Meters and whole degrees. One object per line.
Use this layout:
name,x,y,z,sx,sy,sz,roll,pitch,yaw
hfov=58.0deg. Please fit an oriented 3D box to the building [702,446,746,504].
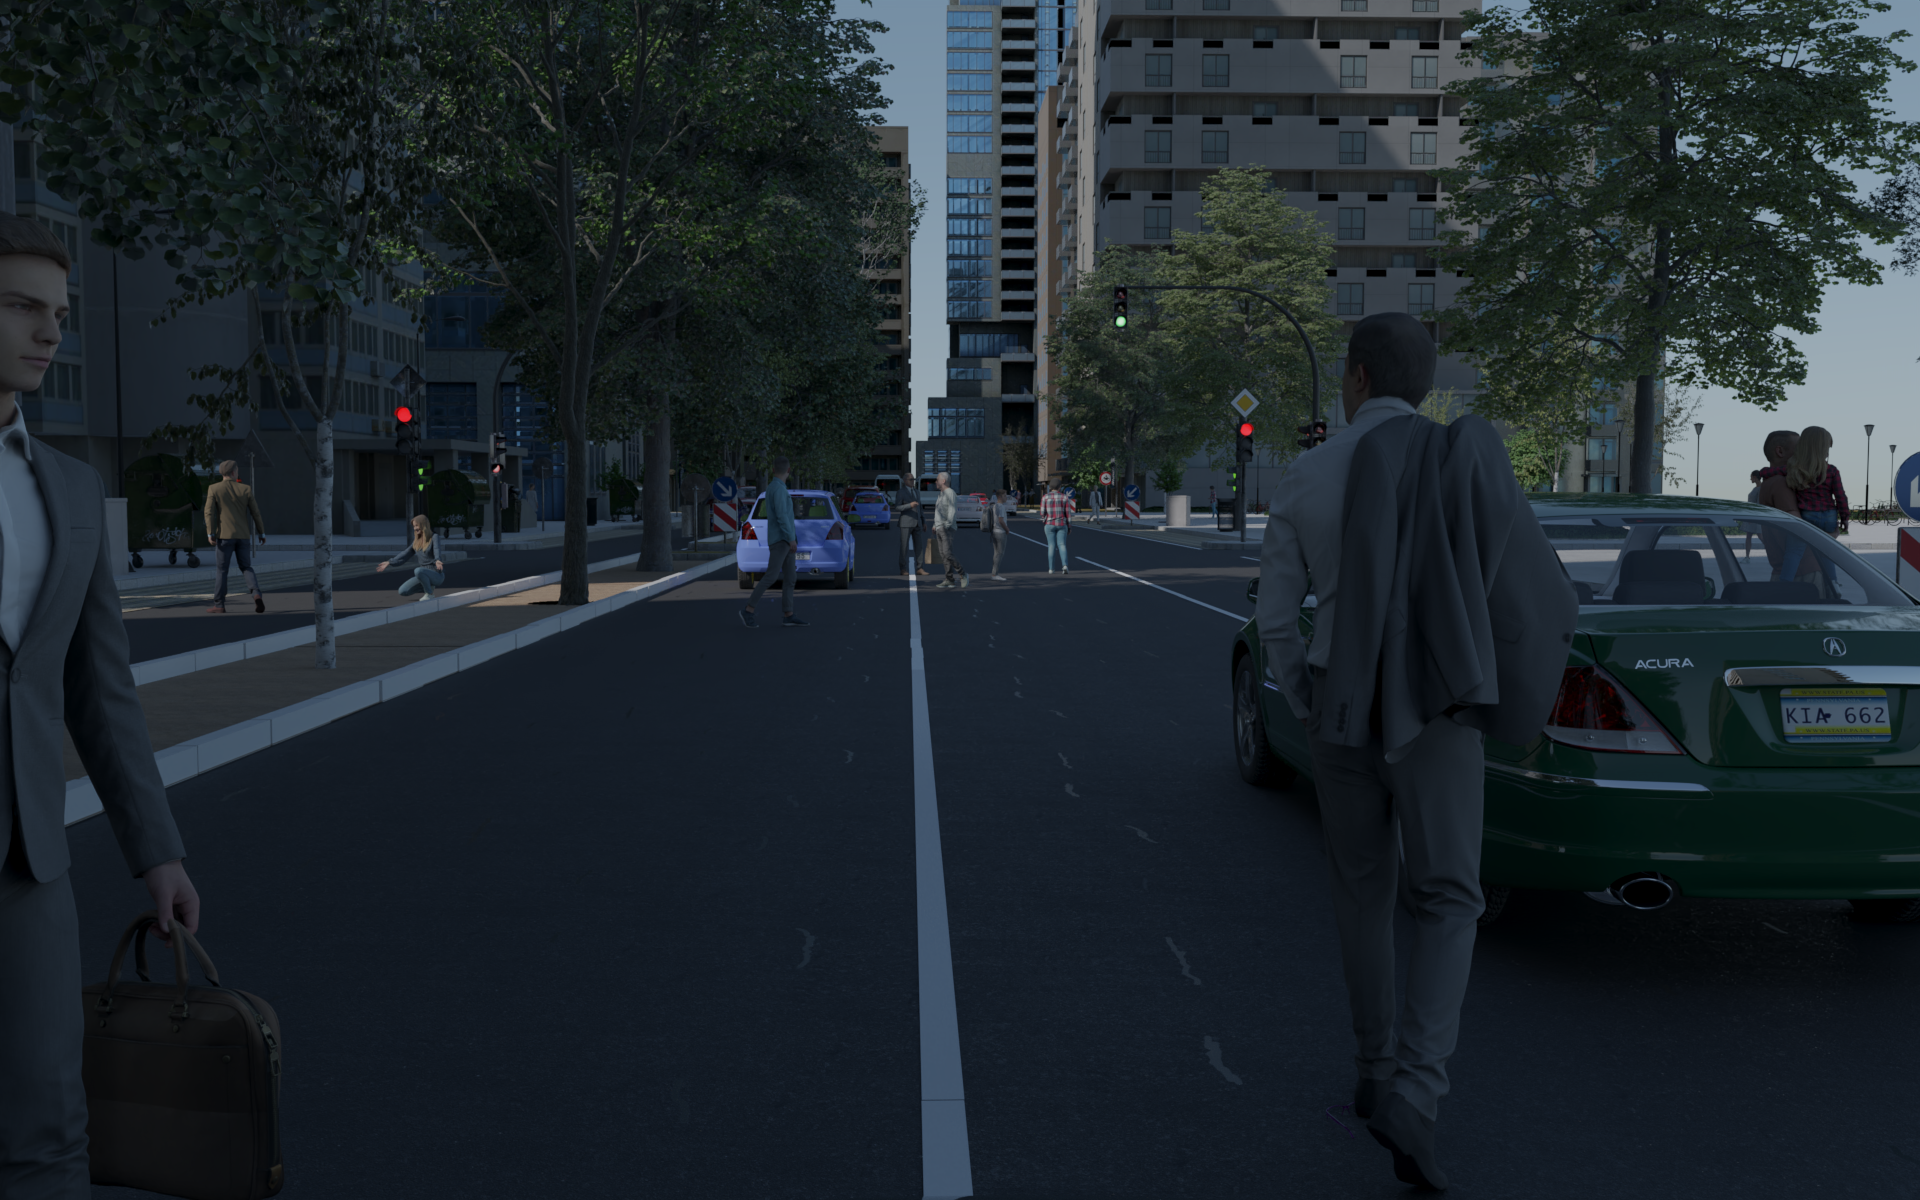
building,-27.187,-23.536,156.520,14.160,30.474,14.107,0,4,-2

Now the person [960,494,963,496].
person,-0.018,-10.411,181.911,0.799,1.438,0.628,0,4,2

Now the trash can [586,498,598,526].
trash can,-14.964,-3.563,69.908,0.748,1.137,0.748,0,3,0

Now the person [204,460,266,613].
person,-8.711,-0.761,20.857,0.836,1.842,0.656,1,4,23

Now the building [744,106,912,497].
building,-16.951,-36.332,217.731,21.600,48.544,21.300,0,4,-2

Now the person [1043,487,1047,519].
person,4.596,-5.019,90.838,0.573,1.790,0.520,-1,4,-21

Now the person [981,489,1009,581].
person,0.626,-1.076,28.695,0.503,1.515,0.523,3,4,37

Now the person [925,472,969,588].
person,-0.207,-1.081,26.661,0.515,1.767,0.782,-1,4,-22

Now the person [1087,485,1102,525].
person,6.251,-4.401,80.335,0.514,1.842,0.818,-3,5,-39

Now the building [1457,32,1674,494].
building,57.862,-34.450,182.870,30.456,49.044,23.786,0,4,-2

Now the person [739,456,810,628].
person,-2.009,-0.634,18.734,0.748,1.841,0.638,0,4,0

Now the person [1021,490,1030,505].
person,7.464,-11.595,195.601,0.705,1.826,1.348,3,5,45

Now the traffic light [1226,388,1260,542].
traffic light,7.524,-3.491,45.997,0.839,4.253,0.868,0,4,-2

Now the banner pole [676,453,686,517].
banner pole,-15.528,-6.485,96.046,0.863,3.779,0.401,2,4,28

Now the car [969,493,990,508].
car,1.407,-7.963,139.231,2.155,1.783,4.494,0,4,-1

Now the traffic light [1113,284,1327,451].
traffic light,5.677,-3.862,37.811,4.771,5.953,1.251,0,4,-2

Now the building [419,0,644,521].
building,-29.126,-47.767,93.661,22.319,86.520,31.000,0,4,-2

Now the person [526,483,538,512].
person,-17.938,-4.029,72.663,0.466,1.731,0.760,-2,4,-30

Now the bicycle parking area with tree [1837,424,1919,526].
bicycle parking area with tree,39.539,-5.245,72.760,8.231,4.147,9.016,-2,4,-23

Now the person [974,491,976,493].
person,1.608,-11.370,194.265,0.599,1.838,0.709,-2,4,-24

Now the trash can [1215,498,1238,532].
trash can,9.038,-2.880,58.739,0.748,1.137,0.748,0,3,0

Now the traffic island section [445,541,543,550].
traffic island section,-12.168,-1.422,45.524,2.009,0.180,2.903,0,4,-2

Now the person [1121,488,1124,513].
person,11.310,-6.935,118.790,0.474,1.900,0.648,0,4,2

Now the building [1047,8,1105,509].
building,20.890,-33.315,164.303,23.786,49.044,30.456,0,4,-2

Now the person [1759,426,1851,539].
person,4.927,-0.107,10.217,0.573,1.828,0.580,-2,4,-31

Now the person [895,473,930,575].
person,-0.820,-1.334,30.488,0.661,1.801,0.590,-3,5,-43

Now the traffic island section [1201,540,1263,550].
traffic island section,7.565,-1.458,46.112,2.009,0.180,2.903,0,4,-2

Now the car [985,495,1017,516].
car,2.726,-6.258,114.674,2.083,1.381,4.827,0,4,-2

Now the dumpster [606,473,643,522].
dumpster,-15.299,-4.695,79.258,1.502,2.255,1.985,0,4,-2

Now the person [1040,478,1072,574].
person,1.724,-1.332,31.110,0.563,1.720,0.643,0,4,2

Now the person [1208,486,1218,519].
person,13.218,-5.095,90.188,0.643,1.720,0.563,0,4,1

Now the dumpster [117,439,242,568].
dumpster,-13.777,-1.722,30.643,1.502,2.255,1.985,0,4,-2

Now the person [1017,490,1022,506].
person,6.297,-10.870,184.681,0.541,1.710,0.530,0,4,-2

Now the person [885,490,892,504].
person,-5.977,-7.936,139.071,1.217,1.723,0.721,-2,4,-35

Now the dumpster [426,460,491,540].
dumpster,-14.393,-2.876,49.521,1.502,2.255,1.985,0,4,-2

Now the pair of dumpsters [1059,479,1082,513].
pair of dumpsters,7.477,-7.057,117.868,1.574,2.255,4.437,0,4,-2

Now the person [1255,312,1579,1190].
person,0.981,0.295,3.770,0.679,1.850,0.850,1,4,19

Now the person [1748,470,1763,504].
person,14.792,-1.551,32.147,0.760,1.731,0.466,-2,4,-27

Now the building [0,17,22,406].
building,-23.849,-20.951,26.143,14.086,41.232,14.154,0,4,-2

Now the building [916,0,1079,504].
building,9.871,-55.355,217.720,31.000,86.520,22.319,0,4,-2

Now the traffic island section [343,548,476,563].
traffic island section,-11.927,-0.933,37.543,2.009,0.180,2.903,0,4,-2

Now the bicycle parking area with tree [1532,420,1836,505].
bicycle parking area with tree,27.744,-4.981,68.448,8.231,4.147,9.016,-1,4,-21

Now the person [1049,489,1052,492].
person,7.800,-8.700,149.223,0.436,1.711,0.756,1,4,19

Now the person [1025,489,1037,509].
person,6.335,-8.983,153.651,1.217,1.736,0.721,2,4,33

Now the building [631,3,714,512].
building,-30.793,-29.313,133.898,22.147,44.769,28.867,0,4,-2

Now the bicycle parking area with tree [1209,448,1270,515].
bicycle parking area with tree,20.508,-7.504,109.694,8.231,4.147,9.016,-2,4,-31

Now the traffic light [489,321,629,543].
traffic light,-10.039,-4.332,45.488,4.771,5.953,1.251,0,4,-2

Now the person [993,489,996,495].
person,2.860,-8.416,146.093,0.705,1.826,1.348,1,4,13

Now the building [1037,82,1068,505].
building,15.794,-32.833,186.933,14.600,45.320,14.200,0,4,-2

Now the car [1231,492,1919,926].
car,2.371,0.281,7.197,2.131,1.459,4.920,0,4,-2

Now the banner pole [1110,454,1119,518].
banner pole,8.476,-6.424,95.052,0.401,3.779,0.863,-2,4,-26

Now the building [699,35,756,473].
building,-37.187,-34.339,181.059,30.456,49.044,23.786,0,4,-2

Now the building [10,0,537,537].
building,-32.255,-22.415,58.363,32.217,40.220,23.993,0,4,-2

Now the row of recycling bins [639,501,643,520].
row of recycling bins,-15.322,-4.817,85.869,1.069,1.692,3.534,0,4,2

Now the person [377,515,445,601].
person,-7.199,-0.564,23.225,1.012,1.151,0.738,2,4,33

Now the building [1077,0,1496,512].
building,23.831,-33.401,135.344,28.713,52.752,27.495,0,4,-2

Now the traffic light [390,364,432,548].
traffic light,-11.887,-2.966,37.409,0.839,4.253,0.868,0,4,-2

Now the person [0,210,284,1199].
person,-1.457,0.367,2.471,0.822,1.834,0.622,1,4,14

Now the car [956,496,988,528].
car,0.176,-3.827,74.929,2.083,1.381,4.827,0,3,0
